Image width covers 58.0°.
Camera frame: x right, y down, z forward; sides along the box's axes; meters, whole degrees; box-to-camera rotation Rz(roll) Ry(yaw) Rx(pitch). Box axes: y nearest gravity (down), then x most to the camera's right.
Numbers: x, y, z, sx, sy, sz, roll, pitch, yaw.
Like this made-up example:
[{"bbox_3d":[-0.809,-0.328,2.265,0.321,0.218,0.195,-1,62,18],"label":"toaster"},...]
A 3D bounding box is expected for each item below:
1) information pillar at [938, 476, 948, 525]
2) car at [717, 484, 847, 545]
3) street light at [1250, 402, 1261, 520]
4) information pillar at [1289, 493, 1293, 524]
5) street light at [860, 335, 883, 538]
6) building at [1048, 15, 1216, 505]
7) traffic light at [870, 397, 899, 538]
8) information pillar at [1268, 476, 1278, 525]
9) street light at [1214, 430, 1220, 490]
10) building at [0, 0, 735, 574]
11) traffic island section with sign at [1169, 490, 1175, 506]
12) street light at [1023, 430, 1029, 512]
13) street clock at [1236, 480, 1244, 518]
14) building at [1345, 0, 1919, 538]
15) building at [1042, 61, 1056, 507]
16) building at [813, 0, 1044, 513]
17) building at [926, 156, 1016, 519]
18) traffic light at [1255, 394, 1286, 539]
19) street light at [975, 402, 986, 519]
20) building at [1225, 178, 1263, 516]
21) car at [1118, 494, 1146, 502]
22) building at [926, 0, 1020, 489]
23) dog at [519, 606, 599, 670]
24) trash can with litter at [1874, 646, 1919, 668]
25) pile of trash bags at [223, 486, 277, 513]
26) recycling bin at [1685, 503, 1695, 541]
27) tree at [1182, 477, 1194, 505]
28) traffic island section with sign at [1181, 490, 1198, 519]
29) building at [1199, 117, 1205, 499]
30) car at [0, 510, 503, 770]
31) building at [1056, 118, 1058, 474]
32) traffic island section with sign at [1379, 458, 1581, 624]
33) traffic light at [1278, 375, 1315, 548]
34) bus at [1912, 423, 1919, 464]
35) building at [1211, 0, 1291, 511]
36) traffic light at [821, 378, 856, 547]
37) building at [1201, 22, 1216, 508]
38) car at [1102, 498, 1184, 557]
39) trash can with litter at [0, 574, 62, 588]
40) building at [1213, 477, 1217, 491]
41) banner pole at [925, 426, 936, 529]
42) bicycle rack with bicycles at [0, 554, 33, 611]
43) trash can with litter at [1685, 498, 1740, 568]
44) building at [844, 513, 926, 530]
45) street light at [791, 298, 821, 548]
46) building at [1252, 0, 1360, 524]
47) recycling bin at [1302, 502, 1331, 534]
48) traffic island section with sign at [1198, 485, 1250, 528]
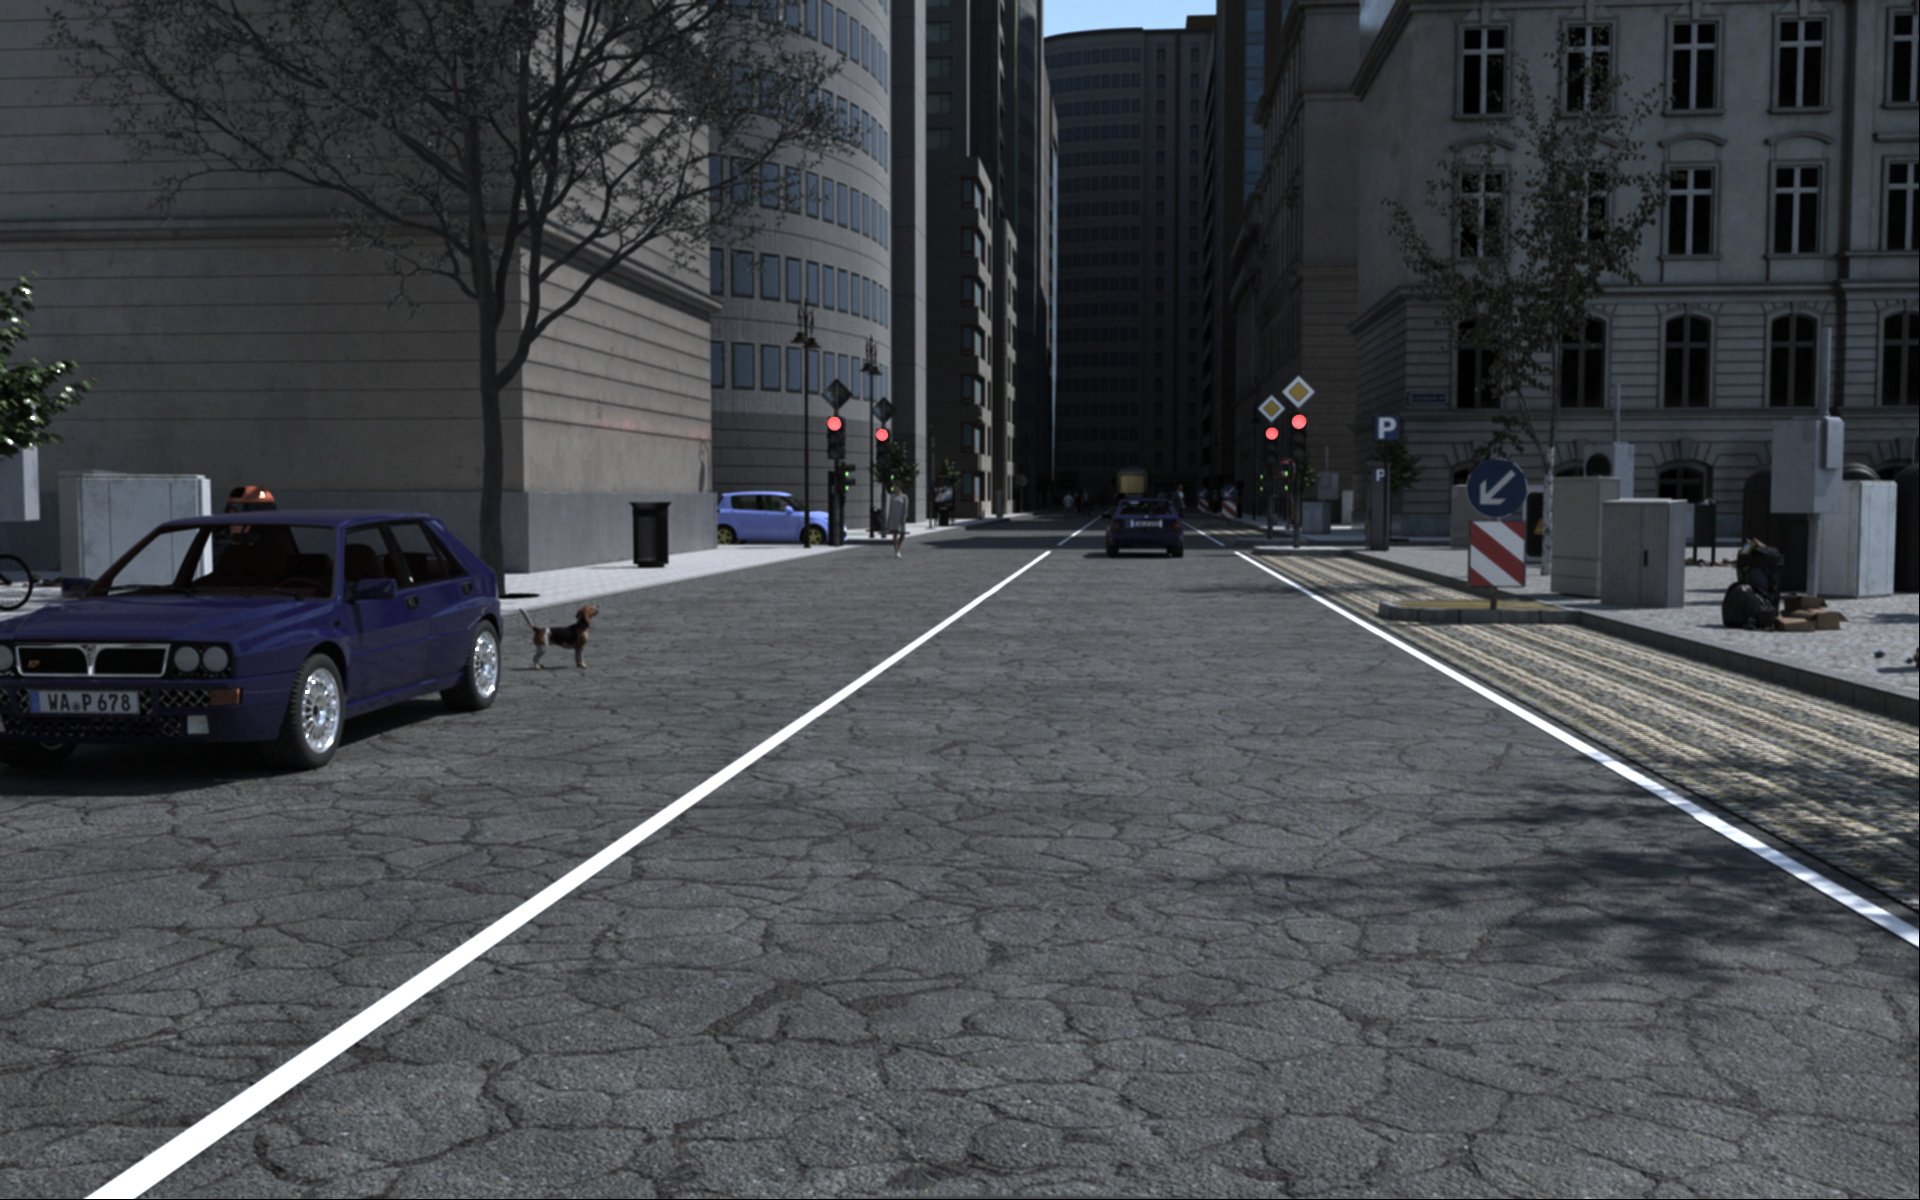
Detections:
[{"bbox_3d":[-0.699,-4.054,70.772,0.304,2.012,0.304,-2,4,-26],"label":"information pillar"},{"bbox_3d":[-4.860,-2.235,46.133,3.694,1.707,1.945,0,4,5],"label":"car"},{"bbox_3d":[14.550,-6.896,85.544,0.468,5.910,1.993,0,4,6],"label":"street light"},{"bbox_3d":[14.275,-5.036,73.685,0.504,3.616,0.183,-3,4,-38],"label":"information pillar"},{"bbox_3d":[-2.577,-4.751,50.474,0.468,5.910,1.993,0,4,6],"label":"street light"},{"bbox_3d":[20.979,-41.353,218.112,28.212,58.520,21.231,0,4,6],"label":"building"},{"bbox_3d":[-2.189,-3.739,50.055,0.839,4.253,0.868,0,4,6],"label":"traffic light"},{"bbox_3d":[13.038,-4.139,72.161,0.304,2.012,0.304,2,4,35],"label":"information pillar"},{"bbox_3d":[18.086,-9.150,122.396,0.468,5.910,1.993,0,4,6],"label":"street light"},{"bbox_3d":[-17.367,-15.124,34.672,23.554,28.519,14.401,0,4,6],"label":"building"},{"bbox_3d":[18.932,-8.668,150.342,1.989,1.847,2.006,0,4,6],"label":"traffic island section with sign"},{"bbox_3d":[4.773,-9.269,124.337,0.468,5.910,1.993,0,4,6],"label":"street light"},{"bbox_3d":[14.880,-5.353,92.094,0.471,2.002,0.358,-3,5,-41],"label":"street clock"},{"bbox_3d":[30.547,-14.395,54.441,34.723,24.649,14.460,0,4,6],"label":"building"},{"bbox_3d":[1.737,-32.057,174.250,14.600,45.320,14.200,0,4,6],"label":"building"},{"bbox_3d":[-3.856,-37.375,153.076,21.231,58.520,28.212,0,4,6],"label":"building"},{"bbox_3d":[-11.371,-15.881,104.691,27.650,21.520,28.899,0,4,6],"label":"building"},{"bbox_3d":[8.770,-3.673,48.980,0.839,4.253,0.868,0,4,6],"label":"traffic light"},{"bbox_3d":[1.019,-7.005,87.324,0.468,5.910,1.993,0,4,6],"label":"street light"},{"bbox_3d":[24.259,-16.454,110.824,13.314,21.916,24.055,0,4,6],"label":"building"},{"bbox_3d":[10.826,-5.844,107.348,2.131,1.459,4.920,0,4,7],"label":"car"},{"bbox_3d":[-2.946,-27.444,132.299,14.154,41.232,14.086,0,4,6],"label":"building"},{"bbox_3d":[-3.291,0.307,14.265,0.406,0.507,0.540,2,4,27],"label":"dog"},{"bbox_3d":[7.887,-0.125,13.108,1.678,1.210,2.233,3,5,42],"label":"trash can with litter"},{"bbox_3d":[-9.096,-0.667,20.657,3.447,1.369,1.912,3,5,41],"label":"pile of trash bags"},{"bbox_3d":[20.020,-2.179,48.176,0.722,1.027,0.722,1,4,17],"label":"recycling bin"},{"bbox_3d":[25.674,-12.350,196.525,1.663,3.219,1.824,0,3,0],"label":"tree"},{"bbox_3d":[13.940,-5.612,100.389,1.989,1.847,2.006,0,4,6],"label":"traffic island section with sign"},{"bbox_3d":[33.438,-30.978,190.081,14.154,41.232,14.086,0,4,6],"label":"building"},{"bbox_3d":[-4.091,0.141,10.282,1.945,1.354,3.894,0,4,4],"label":"car"},{"bbox_3d":[3.354,-33.141,191.969,14.200,45.320,14.600,0,4,6],"label":"building"},{"bbox_3d":[5.908,-0.693,19.951,1.989,1.847,2.006,0,4,6],"label":"traffic island section with sign"},{"bbox_3d":[7.976,-3.187,41.034,0.839,4.253,0.868,0,4,6],"label":"traffic light"},{"bbox_3d":[31.018,-2.928,42.733,13.247,3.499,2.948,0,4,7],"label":"bus"},{"bbox_3d":[26.854,-29.546,133.184,14.600,45.320,14.200,0,4,6],"label":"building"},{"bbox_3d":[-2.983,-3.253,42.109,0.839,4.253,0.868,0,4,6],"label":"traffic light"},{"bbox_3d":[35.232,-33.494,171.323,21.300,48.544,21.600,0,4,6],"label":"building"},{"bbox_3d":[4.293,-1.710,40.535,1.945,1.354,3.894,0,4,4],"label":"car"},{"bbox_3d":[-12.513,-0.817,24.422,2.233,1.210,1.678,1,4,20],"label":"trash can with litter"},{"bbox_3d":[32.916,-43.492,149.344,20.563,71.187,20.611,0,4,6],"label":"building"},{"bbox_3d":[-1.018,-4.491,63.440,0.401,3.779,0.863,-1,4,-17],"label":"banner pole"},{"bbox_3d":[-11.842,-0.298,18.261,2.925,0.926,2.852,1,4,13],"label":"bicycle rack with bicycles"},{"bbox_3d":[13.405,-1.207,30.793,1.678,1.210,2.233,-1,4,-14],"label":"trash can with litter"},{"bbox_3d":[-13.397,-32.045,65.927,21.231,58.520,28.212,0,4,6],"label":"building"},{"bbox_3d":[-3.641,-4.177,41.085,0.468,5.910,1.993,0,4,6],"label":"street light"},{"bbox_3d":[21.605,-17.676,86.267,12.463,27.353,25.104,0,4,6],"label":"building"},{"bbox_3d":[11.465,-2.640,55.714,0.722,1.027,0.722,3,4,36],"label":"recycling bin"},{"bbox_3d":[11.271,-3.972,73.566,1.989,1.847,2.006,0,4,6],"label":"traffic island section with sign"}]
